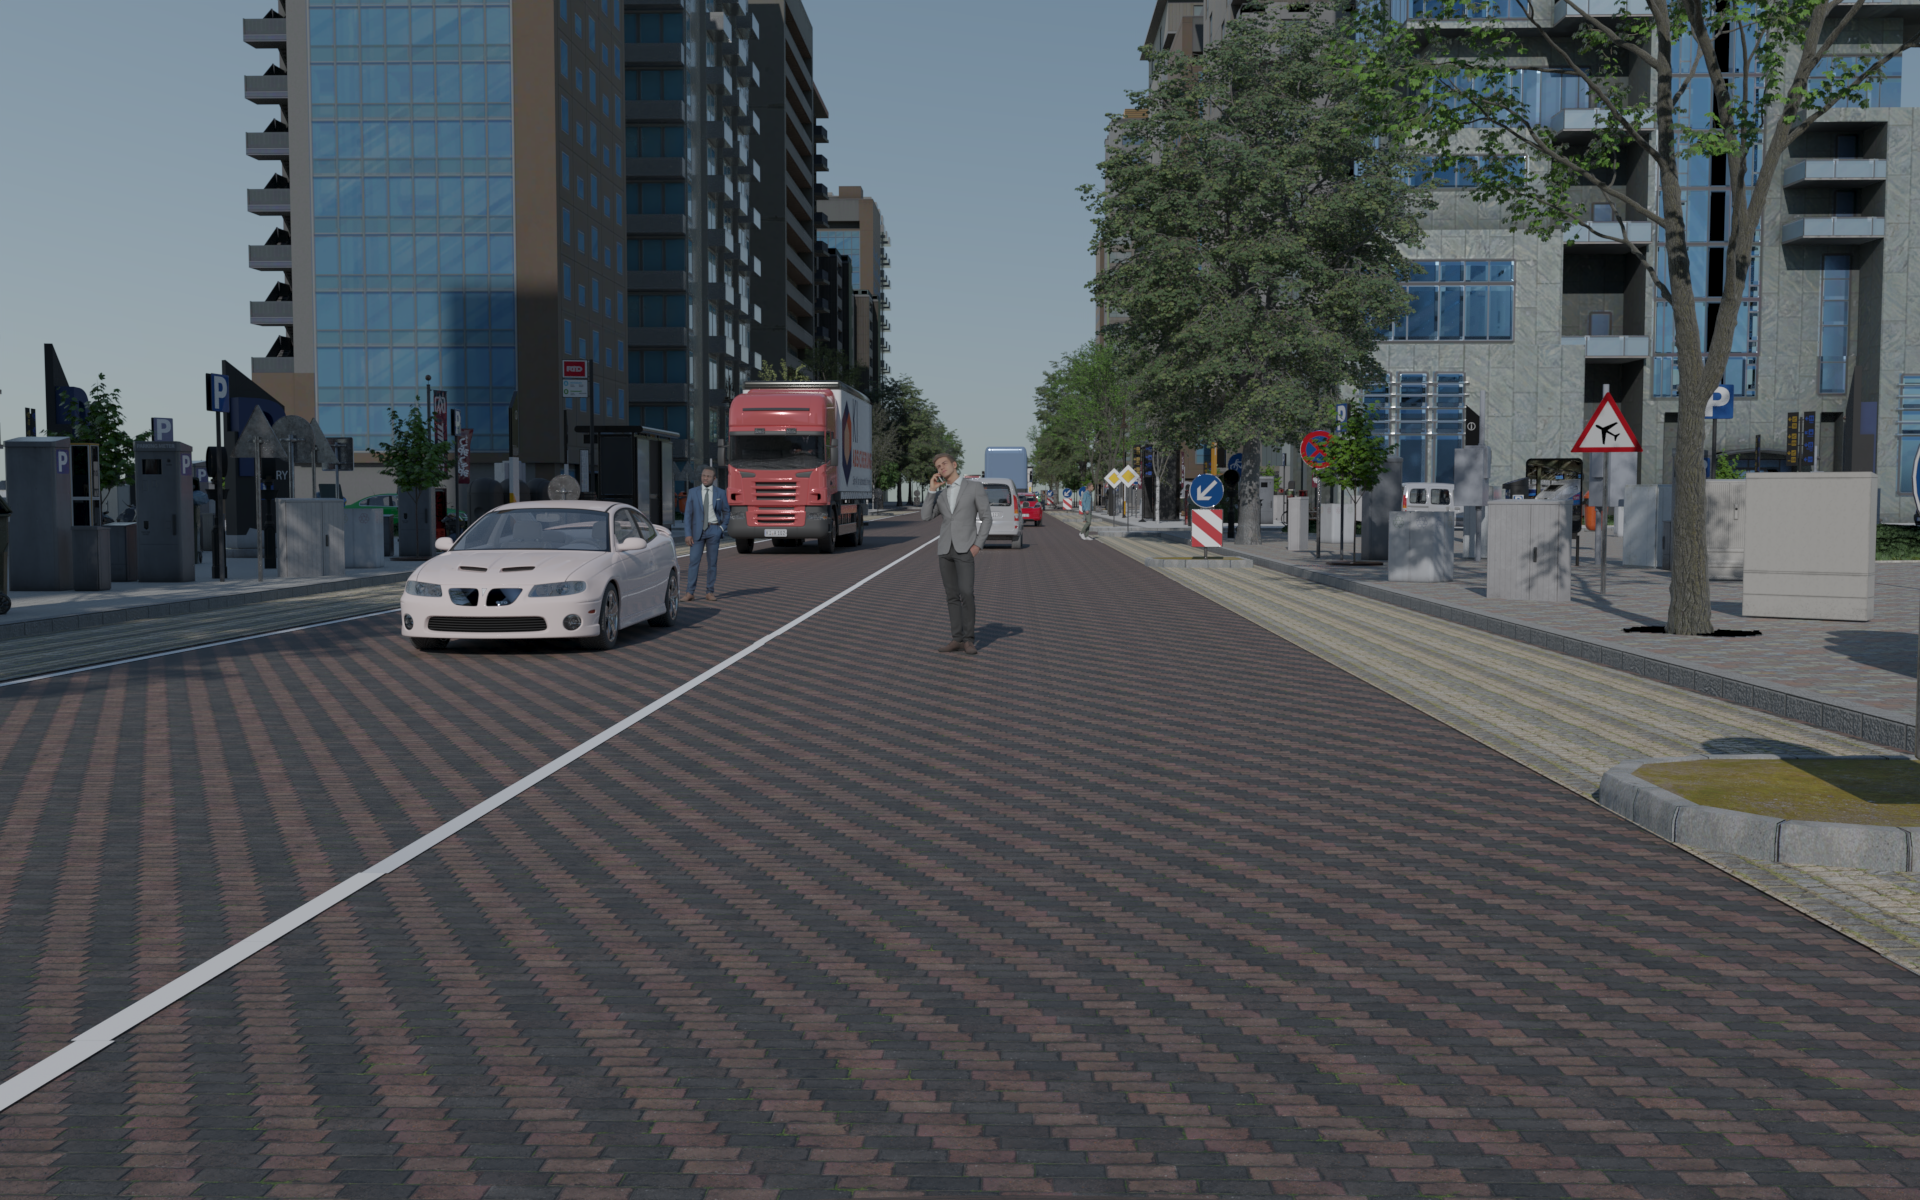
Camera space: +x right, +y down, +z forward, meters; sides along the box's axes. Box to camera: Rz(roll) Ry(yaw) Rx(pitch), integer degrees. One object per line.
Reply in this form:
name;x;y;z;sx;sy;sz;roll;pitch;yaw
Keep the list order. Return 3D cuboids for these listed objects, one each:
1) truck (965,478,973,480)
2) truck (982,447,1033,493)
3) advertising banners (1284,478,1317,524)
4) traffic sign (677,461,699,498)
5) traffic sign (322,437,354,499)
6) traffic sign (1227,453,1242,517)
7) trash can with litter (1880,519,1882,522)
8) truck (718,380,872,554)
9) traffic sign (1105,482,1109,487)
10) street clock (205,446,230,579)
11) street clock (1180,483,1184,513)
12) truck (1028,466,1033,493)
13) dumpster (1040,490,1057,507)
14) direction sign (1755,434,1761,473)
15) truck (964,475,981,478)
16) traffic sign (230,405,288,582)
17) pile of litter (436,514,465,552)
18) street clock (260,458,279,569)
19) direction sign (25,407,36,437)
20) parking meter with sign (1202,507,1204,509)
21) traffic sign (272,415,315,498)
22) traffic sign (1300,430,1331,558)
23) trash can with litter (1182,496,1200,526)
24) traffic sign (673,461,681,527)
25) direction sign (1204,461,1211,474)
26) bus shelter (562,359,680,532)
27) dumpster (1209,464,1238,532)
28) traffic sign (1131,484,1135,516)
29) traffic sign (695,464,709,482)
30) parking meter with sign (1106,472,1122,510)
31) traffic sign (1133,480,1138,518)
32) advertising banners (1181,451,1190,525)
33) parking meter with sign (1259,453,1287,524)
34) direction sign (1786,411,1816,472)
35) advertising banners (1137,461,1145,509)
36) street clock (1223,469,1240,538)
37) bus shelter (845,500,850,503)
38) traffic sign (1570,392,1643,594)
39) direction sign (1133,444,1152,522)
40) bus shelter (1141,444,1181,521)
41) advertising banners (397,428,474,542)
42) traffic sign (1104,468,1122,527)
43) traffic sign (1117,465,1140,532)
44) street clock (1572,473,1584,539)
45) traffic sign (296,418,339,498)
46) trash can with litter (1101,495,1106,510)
truck;1.258;-12.924;207.225;3.469;3.379;9.791;0;4;1
truck;2.243;-6.269;92.264;2.967;4.110;18.799;0;4;3
advertising banners;14.378;-4.676;72.636;0.090;3.025;2.074;-2;4;-33
traffic sign;-10.712;-4.167;68.127;0.884;2.594;0.081;0;4;7
traffic sign;-11.206;-1.778;31.195;0.606;2.300;0.079;0;4;8
traffic sign;8.634;-3.266;53.499;0.768;2.556;0.104;0;4;3
trash can with litter;37.699;-3.689;71.697;1.055;1.170;0.624;3;4;36
truck;-4.047;-3.436;45.092;2.839;4.237;11.283;0;4;3
traffic sign;11.921;-8.416;137.608;0.884;2.594;0.081;1;4;10
street clock;-11.260;-1.328;26.281;0.358;2.002;0.471;-2;4;-35
street clock;14.977;-6.938;118.007;0.358;2.002;0.471;-3;5;-42
truck;6.145;-11.688;180.008;2.839;4.237;11.283;0;4;0
dumpster;9.278;-10.553;180.755;1.865;1.857;1.264;0;4;3
direction sign;30.423;-4.533;66.118;0.379;3.537;0.876;1;4;15
truck;1.794;-16.043;251.215;2.839;4.237;11.283;0;4;1
traffic sign;-10.245;-1.547;25.294;0.884;2.594;0.081;0;4;7
pile of litter;-11.294;-1.508;38.615;1.719;0.858;1.176;0;4;-1
street clock;-11.881;-1.542;29.782;0.358;2.002;0.471;-2;4;-25
direction sign;-24.452;-3.282;45.656;0.379;3.537;0.876;-1;4;-14
parking meter with sign;15.803;-6.759;106.776;1.738;3.016;0.543;1;4;14
traffic sign;-10.769;-1.702;27.936;0.768;2.556;0.104;0;4;5
traffic sign;7.182;-2.112;34.641;0.768;2.556;0.104;1;4;11
trash can with litter;9.353;-3.487;68.402;0.624;1.170;1.055;-1;4;-13
traffic sign;-11.304;-4.184;68.409;0.884;2.594;0.081;0;4;5
direction sign;16.948;-7.744;118.606;0.379;3.537;0.876;3;5;40
bus shelter;-10.687;-4.689;54.299;2.179;5.291;8.768;0;4;2
dumpster;8.831;-3.326;56.871;1.502;2.255;1.985;0;4;2
traffic sign;9.905;-6.090;99.685;0.768;2.556;0.104;0;4;6
traffic sign;-11.010;-4.538;74.304;0.768;2.556;0.104;0;4;8
parking meter with sign;11.997;-8.462;134.610;0.543;3.016;1.738;-2;4;-34
traffic sign;9.463;-5.680;92.977;0.768;2.556;0.104;0;4;6
advertising banners;9.418;-4.633;71.940;0.090;3.025;2.074;1;4;21
parking meter with sign;12.999;-4.748;73.884;1.738;3.016;0.543;0;4;0
direction sign;23.140;-3.409;47.729;0.379;3.537;0.876;-2;4;-24
advertising banners;9.911;-5.838;91.641;0.090;3.025;2.074;-2;4;-26
street clock;7.905;-2.806;50.447;0.471;2.002;0.358;1;4;19
bus shelter;-8.514;-8.054;125.599;2.014;3.302;5.546;0;4;2
traffic sign;8.255;-1.355;22.160;0.884;2.594;0.081;1;4;9
direction sign;8.338;-5.327;79.094;0.876;3.537;0.379;1;4;10
bus shelter;9.648;-5.687;84.262;1.731;3.624;6.357;0;4;2
advertising banners;-13.784;-3.021;45.586;2.074;3.025;0.090;-3;4;-36
traffic sign;5.958;-3.874;66.987;0.795;2.450;0.064;0;4;2
traffic sign;5.725;-3.386;59.005;0.795;2.450;0.064;0;4;2
street clock;17.443;-2.727;49.150;0.471;2.002;0.358;2;4;24
traffic sign;-10.985;-1.802;29.471;0.884;2.594;0.081;1;4;10
trash can with litter;11.054;-7.834;139.148;2.233;1.210;1.678;-1;4;-14
